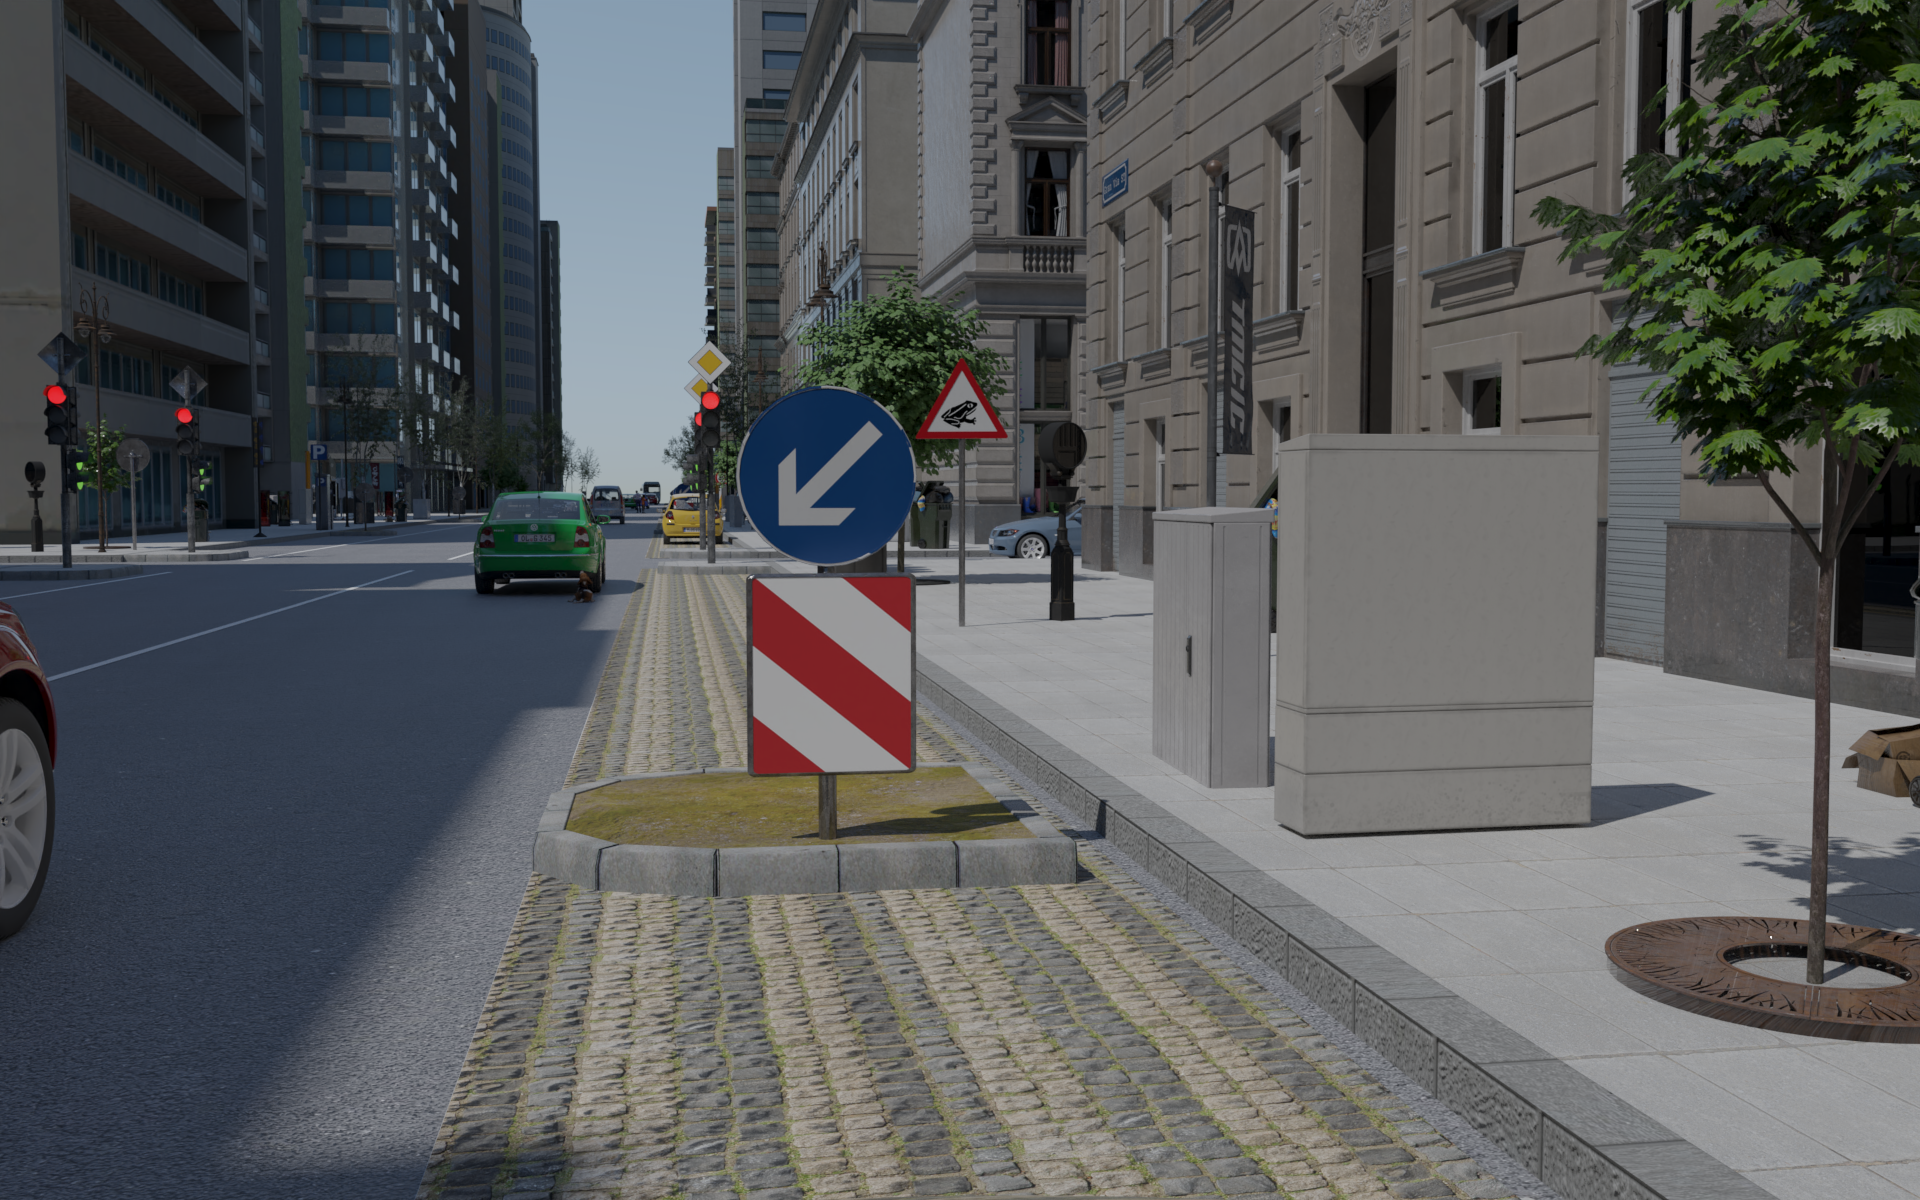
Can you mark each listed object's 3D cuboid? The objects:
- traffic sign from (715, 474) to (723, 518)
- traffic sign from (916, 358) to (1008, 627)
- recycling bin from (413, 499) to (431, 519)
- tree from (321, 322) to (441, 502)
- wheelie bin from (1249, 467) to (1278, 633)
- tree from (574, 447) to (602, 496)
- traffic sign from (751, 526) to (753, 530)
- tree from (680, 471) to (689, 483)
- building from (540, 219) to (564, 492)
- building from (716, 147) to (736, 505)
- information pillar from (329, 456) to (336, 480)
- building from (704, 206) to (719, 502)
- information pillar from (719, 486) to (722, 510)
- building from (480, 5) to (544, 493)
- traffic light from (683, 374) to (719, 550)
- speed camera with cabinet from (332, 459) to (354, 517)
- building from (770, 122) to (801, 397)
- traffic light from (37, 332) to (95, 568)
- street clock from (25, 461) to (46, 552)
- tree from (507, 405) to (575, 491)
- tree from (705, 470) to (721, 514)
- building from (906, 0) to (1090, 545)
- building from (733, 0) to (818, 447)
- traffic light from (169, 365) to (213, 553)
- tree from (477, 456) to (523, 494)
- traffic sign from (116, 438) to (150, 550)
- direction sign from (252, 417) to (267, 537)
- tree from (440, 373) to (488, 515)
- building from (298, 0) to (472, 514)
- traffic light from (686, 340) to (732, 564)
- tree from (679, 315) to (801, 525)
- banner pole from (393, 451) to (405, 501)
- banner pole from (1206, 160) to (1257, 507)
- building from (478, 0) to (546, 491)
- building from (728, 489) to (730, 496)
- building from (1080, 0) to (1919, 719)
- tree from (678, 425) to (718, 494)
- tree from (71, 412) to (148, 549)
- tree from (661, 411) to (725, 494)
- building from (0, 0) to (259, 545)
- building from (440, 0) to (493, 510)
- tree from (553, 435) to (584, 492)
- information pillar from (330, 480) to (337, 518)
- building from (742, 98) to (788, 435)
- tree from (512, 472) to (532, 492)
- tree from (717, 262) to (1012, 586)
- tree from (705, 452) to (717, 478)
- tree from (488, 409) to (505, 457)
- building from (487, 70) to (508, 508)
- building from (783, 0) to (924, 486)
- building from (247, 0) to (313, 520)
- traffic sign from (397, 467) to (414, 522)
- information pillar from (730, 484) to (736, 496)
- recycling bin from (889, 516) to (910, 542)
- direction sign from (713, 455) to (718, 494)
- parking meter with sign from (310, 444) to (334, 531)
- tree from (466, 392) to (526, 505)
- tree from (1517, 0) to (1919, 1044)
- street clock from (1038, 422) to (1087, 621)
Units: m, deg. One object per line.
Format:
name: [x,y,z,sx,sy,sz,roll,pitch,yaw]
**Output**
traffic sign: [-12.887,-5.739,93.931,0.768,2.556,0.104,0,4,-6]
traffic sign: [0.018,-1.020,16.686,0.884,2.594,0.081,0,4,0]
recycling bin: [-27.524,-4.649,88.562,0.722,1.027,0.722,0,4,-3]
tree: [-25.755,-7.633,75.162,4.360,8.622,3.978,0,3,0]
wheelie bin: [3.041,-0.509,16.224,0.693,1.594,0.980,0,4,5]
tree: [-57.123,-19.243,264.979,4.737,8.622,4.395,0,3,0]
traffic sign: [-7.484,-3.806,62.334,0.768,2.556,0.104,0,4,-2]
tree: [-24.643,-11.357,169.401,4.285,4.588,4.351,0,3,0]
building: [-65.210,-34.679,250.589,14.154,41.232,14.086,-1,4,-10]
building: [-22.036,-32.072,207.973,14.154,41.232,14.086,-1,4,-10]
information pillar: [-38.813,-7.085,107.192,0.183,3.616,0.504,1,4,22]
building: [-26.910,-36.978,259.218,22.147,44.769,28.867,-1,4,-10]
information pillar: [-15.834,-7.542,114.670,0.183,3.616,0.504,-2,4,-25]
building: [-62.084,-40.731,207.955,21.231,58.520,28.212,-1,4,-10]
traffic light: [-5.933,-3.108,39.733,0.839,4.253,0.868,-1,4,-10]
speed camera with cabinet: [-35.069,-6.419,99.283,0.660,3.252,2.038,1,4,21]
building: [-4.347,-18.730,103.497,12.463,27.353,25.104,-1,4,-10]
traffic light: [-15.511,-2.513,30.012,0.839,4.253,0.868,-1,4,-10]
street clock: [-20.456,-2.066,38.352,0.471,2.002,0.358,2,4,34]
tree: [-44.629,-15.206,183.033,8.767,10.594,7.601,0,4,-3]
tree: [-15.865,-7.143,111.395,1.663,3.219,1.824,0,3,0]
building: [8.685,-13.496,49.540,19.941,23.489,11.050,-1,4,-10]
building: [-9.266,-37.318,152.150,21.231,58.520,28.212,-1,4,-10]
traffic light: [-16.838,-2.995,37.886,0.839,4.253,0.868,-1,4,-10]
tree: [-35.296,-9.128,132.959,4.285,4.588,4.351,0,3,0]
traffic sign: [-18.886,-2.413,39.564,0.768,2.556,0.104,0,4,-2]
direction sign: [-20.831,-3.636,51.452,0.379,3.537,0.876,0,4,-5]
tree: [-28.094,-8.611,91.160,4.360,8.622,3.978,0,3,0]
building: [-48.524,-30.857,124.122,23.786,49.044,30.456,-1,4,-10]
traffic light: [-4.605,-2.626,31.859,0.839,4.253,0.868,-1,4,-10]
tree: [-8.872,-7.398,71.316,4.360,8.622,3.978,0,3,0]
banner pole: [-32.271,-6.699,99.541,0.863,3.779,0.401,1,4,17]
banner pole: [2.051,-1.423,13.278,0.401,3.779,0.863,3,4,38]
building: [-66.660,-48.517,231.508,20.563,71.187,20.611,-1,4,-10]
building: [-13.401,-45.190,177.104,20.563,71.187,20.611,-1,4,-10]
building: [9.666,-13.507,18.096,12.463,27.353,25.104,-1,4,-10]
tree: [-26.995,-14.006,179.367,4.737,8.622,4.395,0,3,0]
tree: [-19.950,-2.820,40.716,1.663,3.219,1.824,0,3,0]
tree: [-29.826,-15.991,195.871,8.767,10.594,7.601,0,4,3]
building: [-34.855,-26.136,51.028,21.300,48.544,21.600,-1,4,-10]
building: [-47.750,-30.389,146.965,14.600,45.320,14.200,-1,4,-10]
tree: [-48.127,-15.960,211.300,4.360,8.622,3.978,0,3,0]
information pillar: [-33.935,-5.457,93.710,0.304,2.012,0.304,-2,4,-33]
building: [-9.366,-21.963,130.793,14.160,30.474,14.107,-1,4,-10]
tree: [-38.219,-9.561,150.915,1.663,3.219,1.824,0,3,0]
tree: [-0.936,-2.510,24.745,4.285,4.588,4.351,0,3,0]
tree: [-11.380,-6.505,90.063,4.285,4.588,4.351,0,3,0]
tree: [-30.292,-9.503,105.731,4.360,8.622,3.978,0,3,0]
building: [-50.187,-29.205,161.093,14.154,41.232,14.086,-1,4,-10]
building: [1.290,-14.875,76.491,16.112,22.955,30.059,-1,4,-10]
building: [-39.801,-24.362,81.919,14.154,41.232,14.086,-1,4,-10]
traffic sign: [-25.719,-4.908,80.348,0.768,2.556,0.104,0,4,-5]
information pillar: [-13.922,-6.220,106.196,0.304,2.012,0.304,0,4,1]
recycling bin: [-1.695,-2.077,46.517,0.722,1.027,0.722,2,4,23]
direction sign: [-13.559,-6.345,95.742,0.379,3.537,0.876,-3,4,-37]
parking meter with sign: [-22.670,-4.000,61.666,0.543,3.016,1.738,-1,4,-12]
tree: [-33.769,-10.741,125.981,4.737,8.622,4.395,0,3,0]
tree: [2.206,-0.594,4.318,1.663,3.219,1.824,0,3,0]
street clock: [1.036,-0.793,17.531,0.471,2.002,0.358,-3,4,-38]
